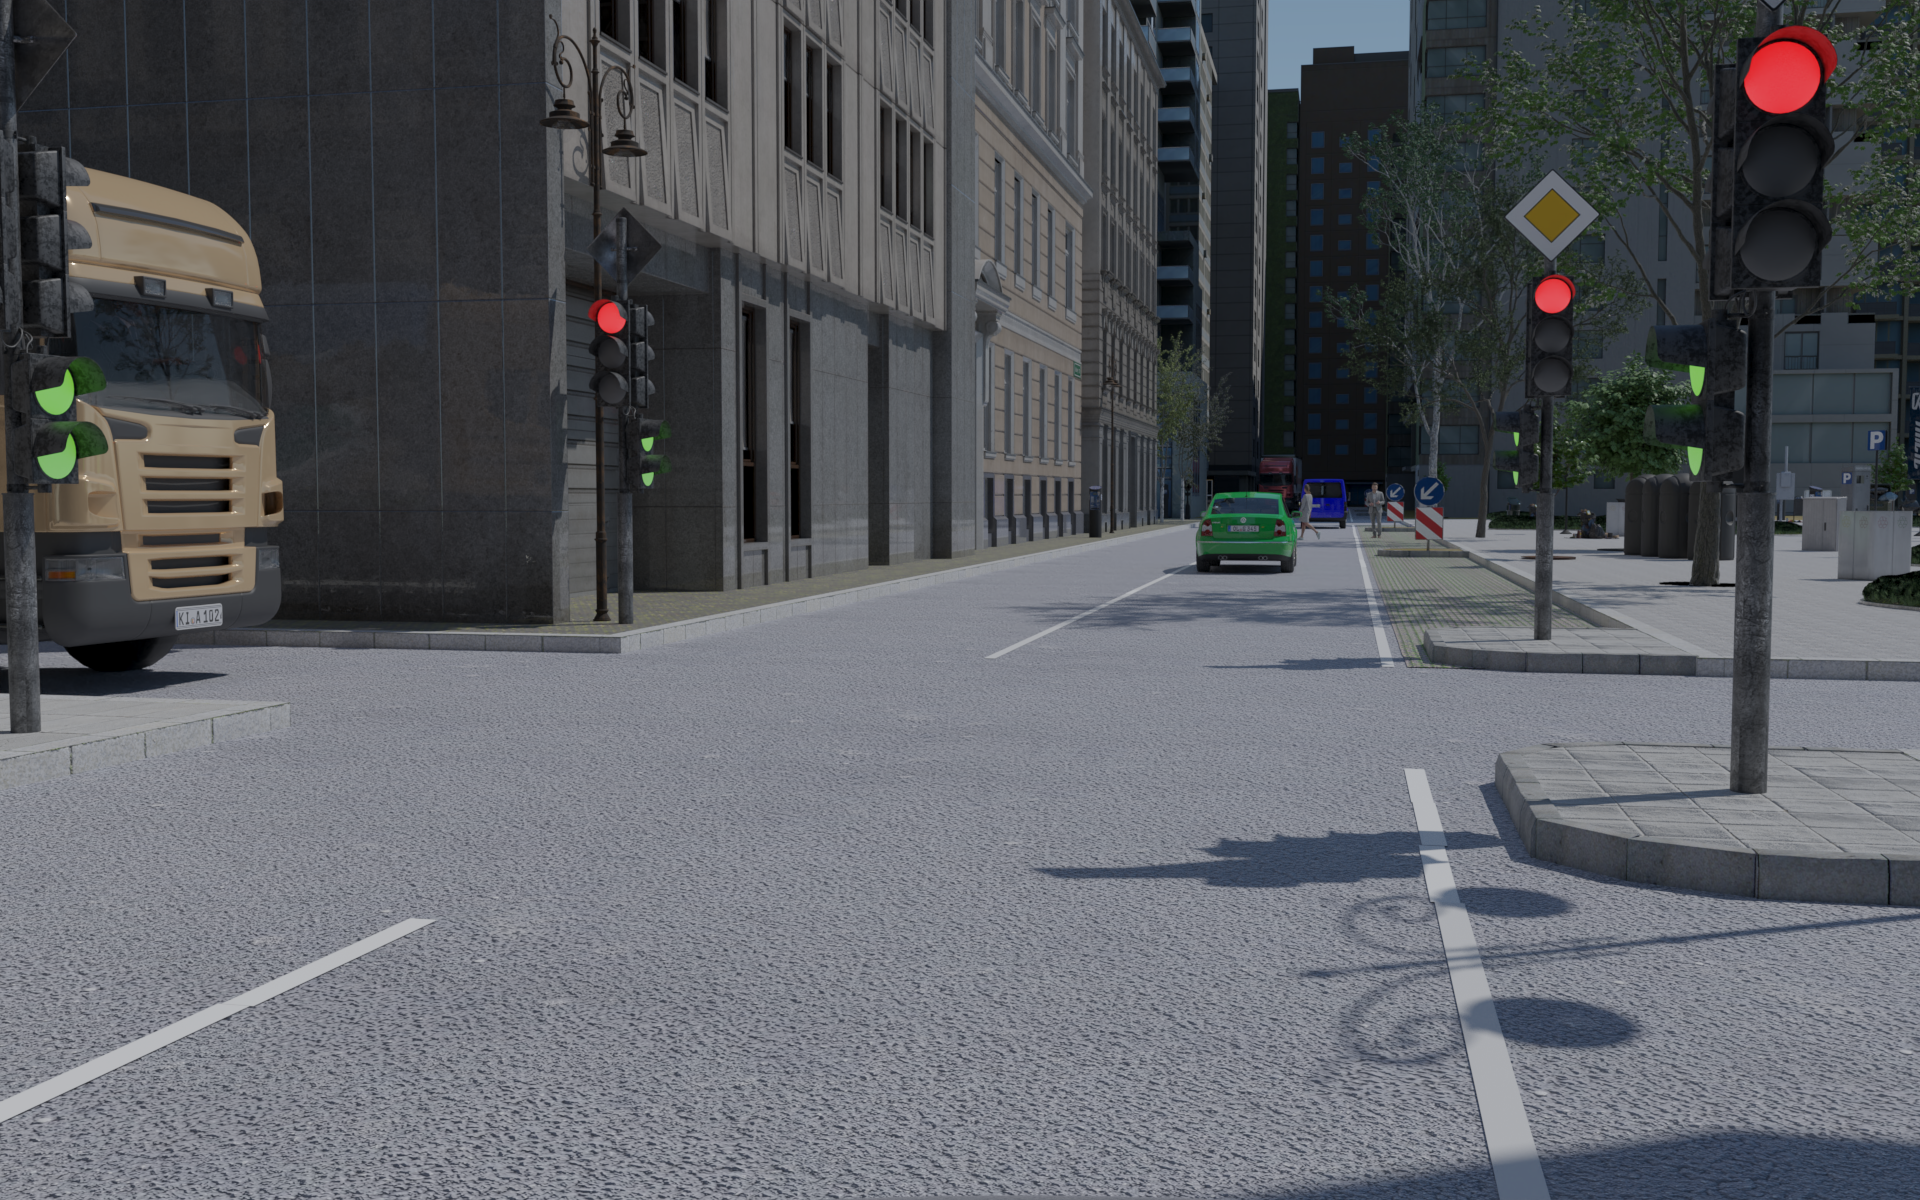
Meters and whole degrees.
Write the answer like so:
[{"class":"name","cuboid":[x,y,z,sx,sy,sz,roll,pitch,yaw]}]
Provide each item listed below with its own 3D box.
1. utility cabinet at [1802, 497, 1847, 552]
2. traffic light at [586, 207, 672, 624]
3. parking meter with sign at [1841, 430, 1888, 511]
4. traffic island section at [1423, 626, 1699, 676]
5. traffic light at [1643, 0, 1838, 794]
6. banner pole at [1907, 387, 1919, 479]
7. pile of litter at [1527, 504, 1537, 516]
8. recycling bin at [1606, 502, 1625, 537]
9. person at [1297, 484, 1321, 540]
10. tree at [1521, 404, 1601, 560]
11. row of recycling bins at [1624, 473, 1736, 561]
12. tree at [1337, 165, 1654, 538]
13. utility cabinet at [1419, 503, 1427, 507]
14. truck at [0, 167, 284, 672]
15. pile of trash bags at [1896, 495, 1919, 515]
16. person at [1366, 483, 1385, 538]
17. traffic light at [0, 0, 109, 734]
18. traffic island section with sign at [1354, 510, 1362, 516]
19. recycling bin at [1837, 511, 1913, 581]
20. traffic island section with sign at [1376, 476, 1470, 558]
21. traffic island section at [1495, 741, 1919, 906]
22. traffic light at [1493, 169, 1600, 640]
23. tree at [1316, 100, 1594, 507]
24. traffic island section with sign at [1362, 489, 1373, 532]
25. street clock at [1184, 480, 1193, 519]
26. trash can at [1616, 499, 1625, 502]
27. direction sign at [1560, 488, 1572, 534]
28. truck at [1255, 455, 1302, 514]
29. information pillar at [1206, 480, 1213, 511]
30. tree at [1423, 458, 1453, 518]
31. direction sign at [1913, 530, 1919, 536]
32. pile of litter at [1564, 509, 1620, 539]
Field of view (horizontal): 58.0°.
[{"class":"utility cabinet","cuboid":[19.471,-1.705,39.047,0.306,1.237,1.020,-1,4,-16]},{"class":"traffic light","cuboid":[-3.289,-1.718,17.011,0.839,4.253,0.868,1,4,12]},{"class":"parking meter with sign","cuboid":[24.312,-3.108,47.076,1.738,3.016,0.543,-1,4,-23]},{"class":"traffic island section","cuboid":[5.158,0.429,15.270,2.009,0.180,2.903,1,4,12]},{"class":"traffic light","cuboid":[3.387,-1.128,7.369,0.839,4.253,0.868,1,4,12]},{"class":"banner pole","cuboid":[19.849,-2.785,35.557,0.863,3.779,0.401,0,4,-1]},{"class":"pile of litter","cuboid":[25.568,-3.861,77.086,1.176,0.858,1.719,-3,5,-43]},{"class":"recycling bin","cuboid":[20.047,-2.444,52.514,0.722,1.027,0.722,2,4,32]},{"class":"person","cuboid":[10.777,-2.714,53.625,0.760,1.731,0.466,0,4,6]},{"class":"tree","cuboid":[11.476,-2.410,33.999,1.663,3.219,1.824,0,3,0]},{"class":"row of recycling bins","cuboid":[14.474,-1.705,34.987,1.069,1.692,3.534,0,4,-4]},{"class":"tree","cuboid":[15.243,-7.077,50.127,8.767,10.594,7.601,0,4,0]},{"class":"utility cabinet","cuboid":[19.663,-3.967,73.547,0.318,1.500,1.173,1,4,13]},{"class":"truck","cuboid":[-10.398,-1.525,13.853,11.283,4.237,2.839,1,4,14]},{"class":"pile of trash bags","cuboid":[41.937,-4.115,77.033,3.447,1.369,1.912,2,4,26]},{"class":"person","cuboid":[13.385,-2.887,55.902,0.606,1.804,0.583,1,4,20]},{"class":"traffic light","cuboid":[-5.023,-1.241,9.216,0.839,4.253,0.868,1,4,12]},{"class":"traffic island section with sign","cuboid":[27.262,-6.482,114.605,1.989,1.847,2.006,1,4,12]},{"class":"recycling bin","cuboid":[13.702,-0.819,25.948,0.722,1.027,0.722,-1,4,-13]},{"class":"traffic island section with sign","cuboid":[10.626,-1.905,39.783,1.989,1.847,2.006,1,4,12]},{"class":"traffic island section","cuboid":[3.424,0.906,7.474,2.009,0.180,2.903,1,4,12]},{"class":"traffic light","cuboid":[5.121,-1.605,15.164,0.839,4.253,0.868,1,4,12]},{"class":"tree","cuboid":[23.128,-13.795,81.445,12.611,20.169,13.585,0,3,0]},{"class":"traffic island section with sign","cuboid":[16.477,-3.515,66.098,1.989,1.847,2.006,1,4,12]},{"class":"street clock","cuboid":[11.510,-5.077,87.587,0.471,2.002,0.358,-2,4,-34]},{"class":"trash can","cuboid":[20.686,-2.568,53.632,0.748,1.137,0.748,0,3,0]},{"class":"direction sign","cuboid":[19.424,-3.879,55.422,0.379,3.537,0.876,1,4,21]},{"class":"truck","cuboid":[23.233,-8.362,125.639,2.839,4.237,11.283,1,4,14]},{"class":"information pillar","cuboid":[12.810,-5.168,88.991,0.304,2.012,0.304,0,4,6]},{"class":"tree","cuboid":[25.604,-5.989,92.525,1.663,3.219,1.824,0,3,0]},{"class":"direction sign","cuboid":[29.251,-3.709,52.632,0.379,3.537,0.876,0,4,-7]},{"class":"pile of litter","cuboid":[18.259,-2.204,50.005,1.176,0.858,1.719,-1,4,-15]}]
